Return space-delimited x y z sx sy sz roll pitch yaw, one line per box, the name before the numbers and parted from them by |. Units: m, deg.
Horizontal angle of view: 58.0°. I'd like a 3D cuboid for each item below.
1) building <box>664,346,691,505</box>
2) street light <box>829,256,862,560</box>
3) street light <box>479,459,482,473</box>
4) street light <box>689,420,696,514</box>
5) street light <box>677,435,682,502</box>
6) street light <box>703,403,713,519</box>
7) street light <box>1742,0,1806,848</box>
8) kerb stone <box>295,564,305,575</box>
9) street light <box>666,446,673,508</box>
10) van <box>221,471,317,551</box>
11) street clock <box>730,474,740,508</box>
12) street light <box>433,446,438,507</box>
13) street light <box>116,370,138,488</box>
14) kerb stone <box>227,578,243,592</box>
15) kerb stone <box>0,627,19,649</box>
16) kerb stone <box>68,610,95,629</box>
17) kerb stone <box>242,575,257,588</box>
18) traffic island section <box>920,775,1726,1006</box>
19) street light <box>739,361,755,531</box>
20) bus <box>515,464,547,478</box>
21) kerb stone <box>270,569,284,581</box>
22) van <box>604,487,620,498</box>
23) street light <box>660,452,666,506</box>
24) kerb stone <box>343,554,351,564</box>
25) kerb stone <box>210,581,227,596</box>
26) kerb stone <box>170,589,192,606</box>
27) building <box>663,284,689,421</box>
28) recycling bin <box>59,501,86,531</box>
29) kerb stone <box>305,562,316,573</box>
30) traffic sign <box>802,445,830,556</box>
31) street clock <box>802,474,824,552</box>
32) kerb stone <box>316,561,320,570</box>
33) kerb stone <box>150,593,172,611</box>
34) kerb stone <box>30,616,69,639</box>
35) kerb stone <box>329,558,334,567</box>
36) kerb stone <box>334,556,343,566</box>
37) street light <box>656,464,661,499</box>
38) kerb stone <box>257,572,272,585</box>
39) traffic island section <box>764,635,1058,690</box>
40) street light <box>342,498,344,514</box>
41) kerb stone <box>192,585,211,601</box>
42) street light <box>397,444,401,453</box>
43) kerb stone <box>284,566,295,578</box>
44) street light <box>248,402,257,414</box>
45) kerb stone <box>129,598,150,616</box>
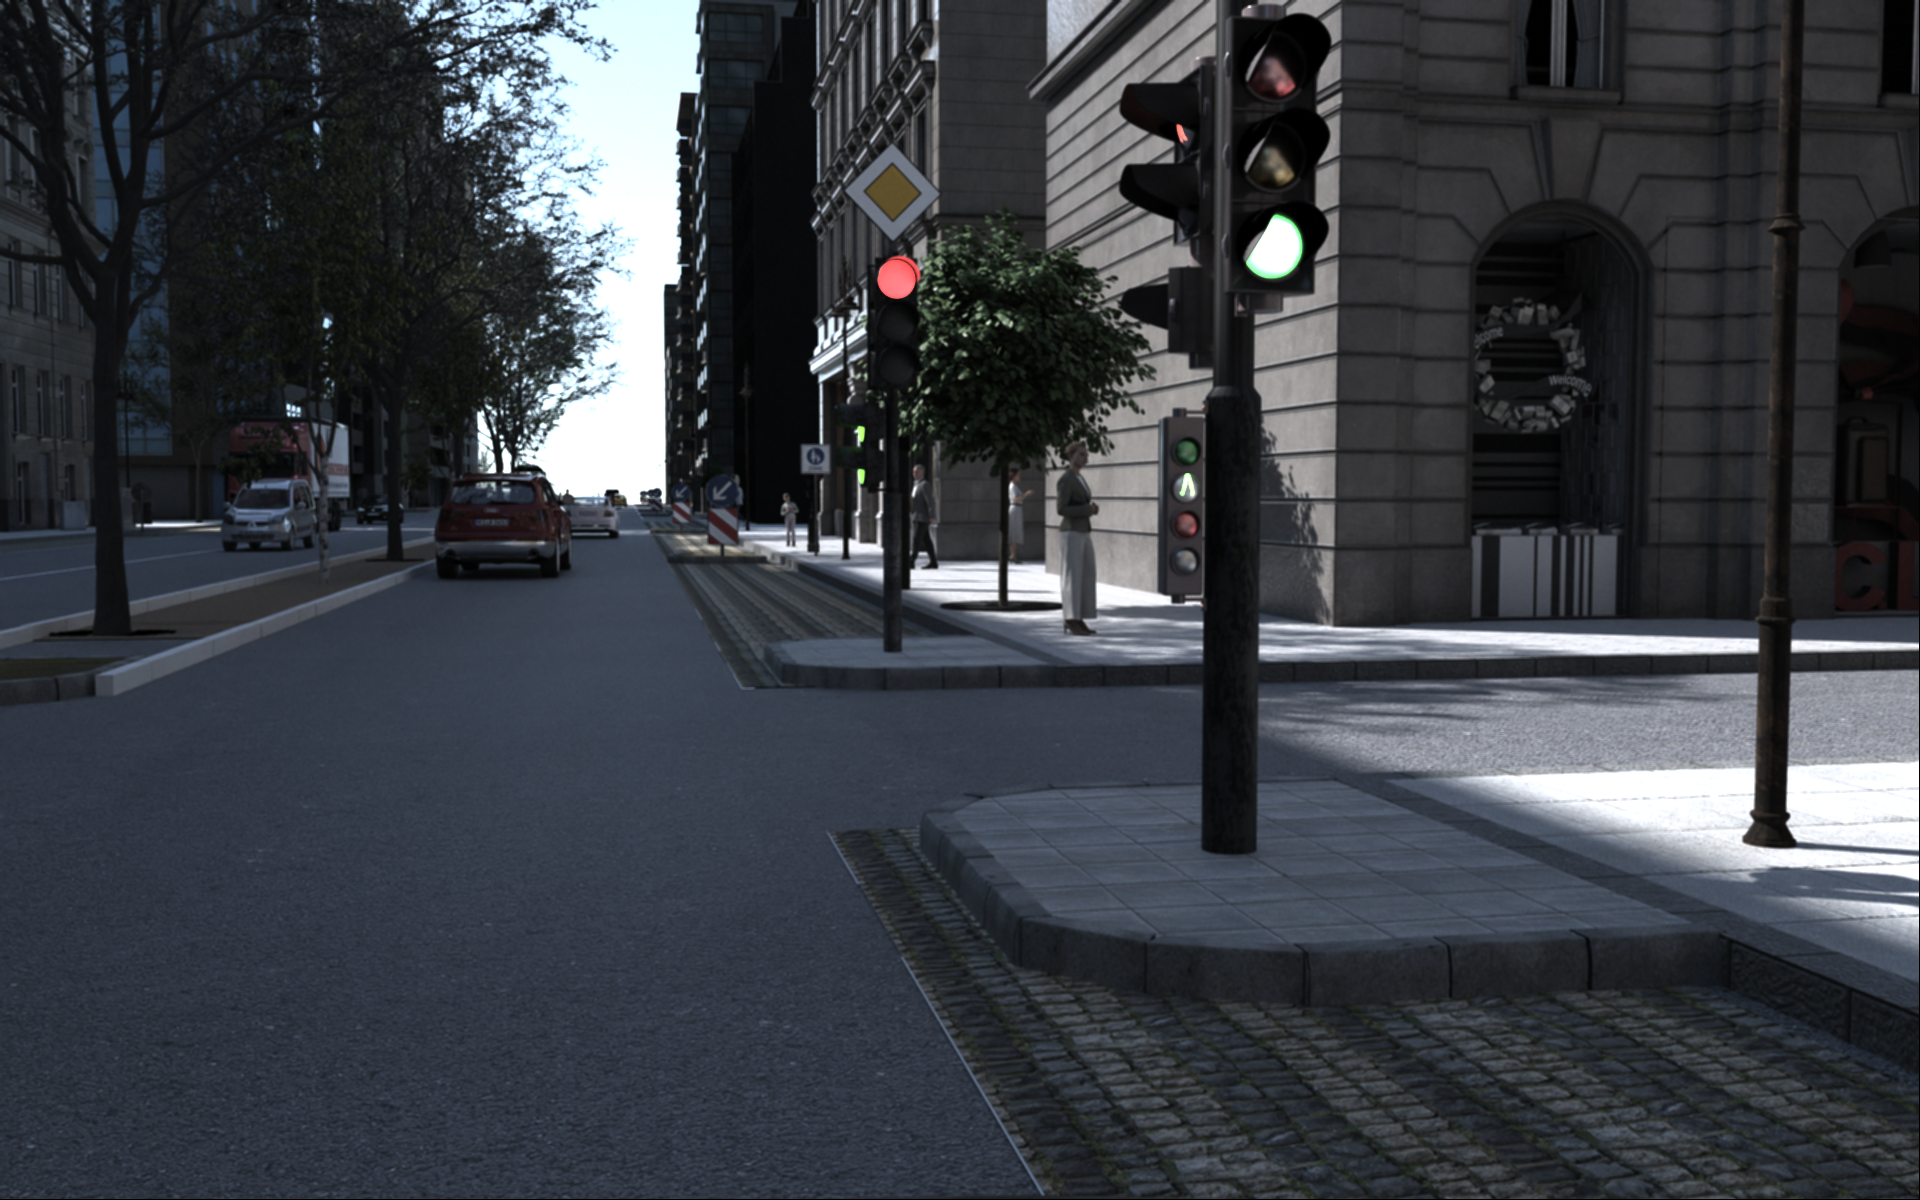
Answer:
building | -23.014 -22.847 218.590 27.650 21.520 28.899 -1 4 -11
street light | -2.236 -3.730 33.779 0.468 5.910 1.993 -1 4 -11
street light | -61.157 -15.174 220.875 0.468 5.910 1.993 -1 4 -11
street light | -16.766 -8.314 108.714 0.468 5.910 1.993 -1 4 -11
street light | -22.025 -9.989 136.111 0.468 5.910 1.993 -1 4 -11
street light | -12.761 -7.036 87.827 0.468 5.910 1.993 -1 4 -11
street light | 2.971 -2.042 6.179 0.468 5.910 1.993 -1 4 -11
kerb stone | -11.711 -0.502 30.458 0.120 0.150 1.000 -1 4 -11
street light | -27.142 -11.627 162.882 0.468 5.910 1.993 -1 4 -11
van | -17.876 -2.316 44.871 2.013 2.044 4.112 -1 4 -9
street clock | -8.258 -3.606 63.534 0.358 2.002 0.471 1 4 20
street light | -50.707 -11.893 167.243 0.468 5.910 1.993 -1 4 -11
street light | -31.115 -5.623 64.720 0.468 5.910 1.993 -1 4 -11
kerb stone | -10.744 -0.197 25.439 0.120 0.150 1.000 -1 4 -11
kerb stone | -8.997 0.365 16.374 0.120 0.150 1.000 -1 4 -11
kerb stone | -9.384 0.234 18.381 0.120 0.150 1.000 -1 4 -11
kerb stone | -10.936 -0.260 26.443 0.120 0.150 1.000 -1 4 -11
traffic island section | 0.983 0.979 6.281 2.009 0.180 2.903 -1 4 -11
street light | -7.444 -5.367 60.533 0.468 5.910 1.993 -1 4 -11
bus | -35.844 -9.342 144.289 2.896 3.916 12.252 -1 4 -12
kerb stone | -11.314 -0.383 28.452 0.120 0.150 1.000 -1 4 -11
van | -43.570 -13.014 217.166 2.240 2.365 5.245 -1 4 -11
street light | -32.411 -13.326 190.675 0.468 5.910 1.993 -1 4 -11
kerb stone | -12.672 -0.812 35.476 0.120 0.150 1.000 -1 4 -11
kerb stone | -10.549 -0.136 24.422 0.120 0.150 1.000 -1 4 -11
kerb stone | -10.161 -0.012 22.407 0.120 0.150 1.000 -1 4 -11
building | -33.714 -28.569 238.811 14.160 30.474 14.107 -1 4 -11
recycling bin | -31.446 -2.985 61.363 0.722 1.027 0.722 -3 4 -38
kerb stone | -11.898 -0.565 31.462 0.120 0.150 1.000 -1 4 -11
traffic sign | -2.971 -2.052 35.682 0.606 2.300 0.079 0 4 -5
street clock | -3.234 -2.054 38.148 0.358 2.002 0.471 3 4 38
kerb stone | -12.096 -0.628 32.465 0.120 0.150 1.000 -1 4 -11
kerb stone | -9.960 0.049 21.400 0.120 0.150 1.000 -1 4 -11
kerb stone | -9.193 0.295 17.377 0.120 0.150 1.000 -1 4 -11
kerb stone | -12.285 -0.687 33.469 0.120 0.150 1.000 -1 4 -11
kerb stone | -12.479 -0.751 34.473 0.120 0.150 1.000 -1 4 -11
street light | -37.661 -14.962 217.421 0.468 5.910 1.993 -1 4 -11
kerb stone | -11.117 -0.321 27.449 0.120 0.150 1.000 -1 4 -11
traffic island section | -0.526 0.499 14.123 2.009 0.180 2.903 -1 4 -11
street light | -40.245 -8.563 112.789 0.468 5.910 1.993 -1 4 -11
kerb stone | -10.349 -0.075 23.420 0.120 0.150 1.000 -1 4 -11
street light | -45.518 -10.233 140.102 0.468 5.910 1.993 -1 4 -11
kerb stone | -11.513 -0.444 29.454 0.120 0.150 1.000 -1 4 -11
street light | -35.062 -6.926 86.031 0.468 5.910 1.993 -1 4 -11
kerb stone | -9.771 0.110 20.395 0.120 0.150 1.000 -1 4 -11
